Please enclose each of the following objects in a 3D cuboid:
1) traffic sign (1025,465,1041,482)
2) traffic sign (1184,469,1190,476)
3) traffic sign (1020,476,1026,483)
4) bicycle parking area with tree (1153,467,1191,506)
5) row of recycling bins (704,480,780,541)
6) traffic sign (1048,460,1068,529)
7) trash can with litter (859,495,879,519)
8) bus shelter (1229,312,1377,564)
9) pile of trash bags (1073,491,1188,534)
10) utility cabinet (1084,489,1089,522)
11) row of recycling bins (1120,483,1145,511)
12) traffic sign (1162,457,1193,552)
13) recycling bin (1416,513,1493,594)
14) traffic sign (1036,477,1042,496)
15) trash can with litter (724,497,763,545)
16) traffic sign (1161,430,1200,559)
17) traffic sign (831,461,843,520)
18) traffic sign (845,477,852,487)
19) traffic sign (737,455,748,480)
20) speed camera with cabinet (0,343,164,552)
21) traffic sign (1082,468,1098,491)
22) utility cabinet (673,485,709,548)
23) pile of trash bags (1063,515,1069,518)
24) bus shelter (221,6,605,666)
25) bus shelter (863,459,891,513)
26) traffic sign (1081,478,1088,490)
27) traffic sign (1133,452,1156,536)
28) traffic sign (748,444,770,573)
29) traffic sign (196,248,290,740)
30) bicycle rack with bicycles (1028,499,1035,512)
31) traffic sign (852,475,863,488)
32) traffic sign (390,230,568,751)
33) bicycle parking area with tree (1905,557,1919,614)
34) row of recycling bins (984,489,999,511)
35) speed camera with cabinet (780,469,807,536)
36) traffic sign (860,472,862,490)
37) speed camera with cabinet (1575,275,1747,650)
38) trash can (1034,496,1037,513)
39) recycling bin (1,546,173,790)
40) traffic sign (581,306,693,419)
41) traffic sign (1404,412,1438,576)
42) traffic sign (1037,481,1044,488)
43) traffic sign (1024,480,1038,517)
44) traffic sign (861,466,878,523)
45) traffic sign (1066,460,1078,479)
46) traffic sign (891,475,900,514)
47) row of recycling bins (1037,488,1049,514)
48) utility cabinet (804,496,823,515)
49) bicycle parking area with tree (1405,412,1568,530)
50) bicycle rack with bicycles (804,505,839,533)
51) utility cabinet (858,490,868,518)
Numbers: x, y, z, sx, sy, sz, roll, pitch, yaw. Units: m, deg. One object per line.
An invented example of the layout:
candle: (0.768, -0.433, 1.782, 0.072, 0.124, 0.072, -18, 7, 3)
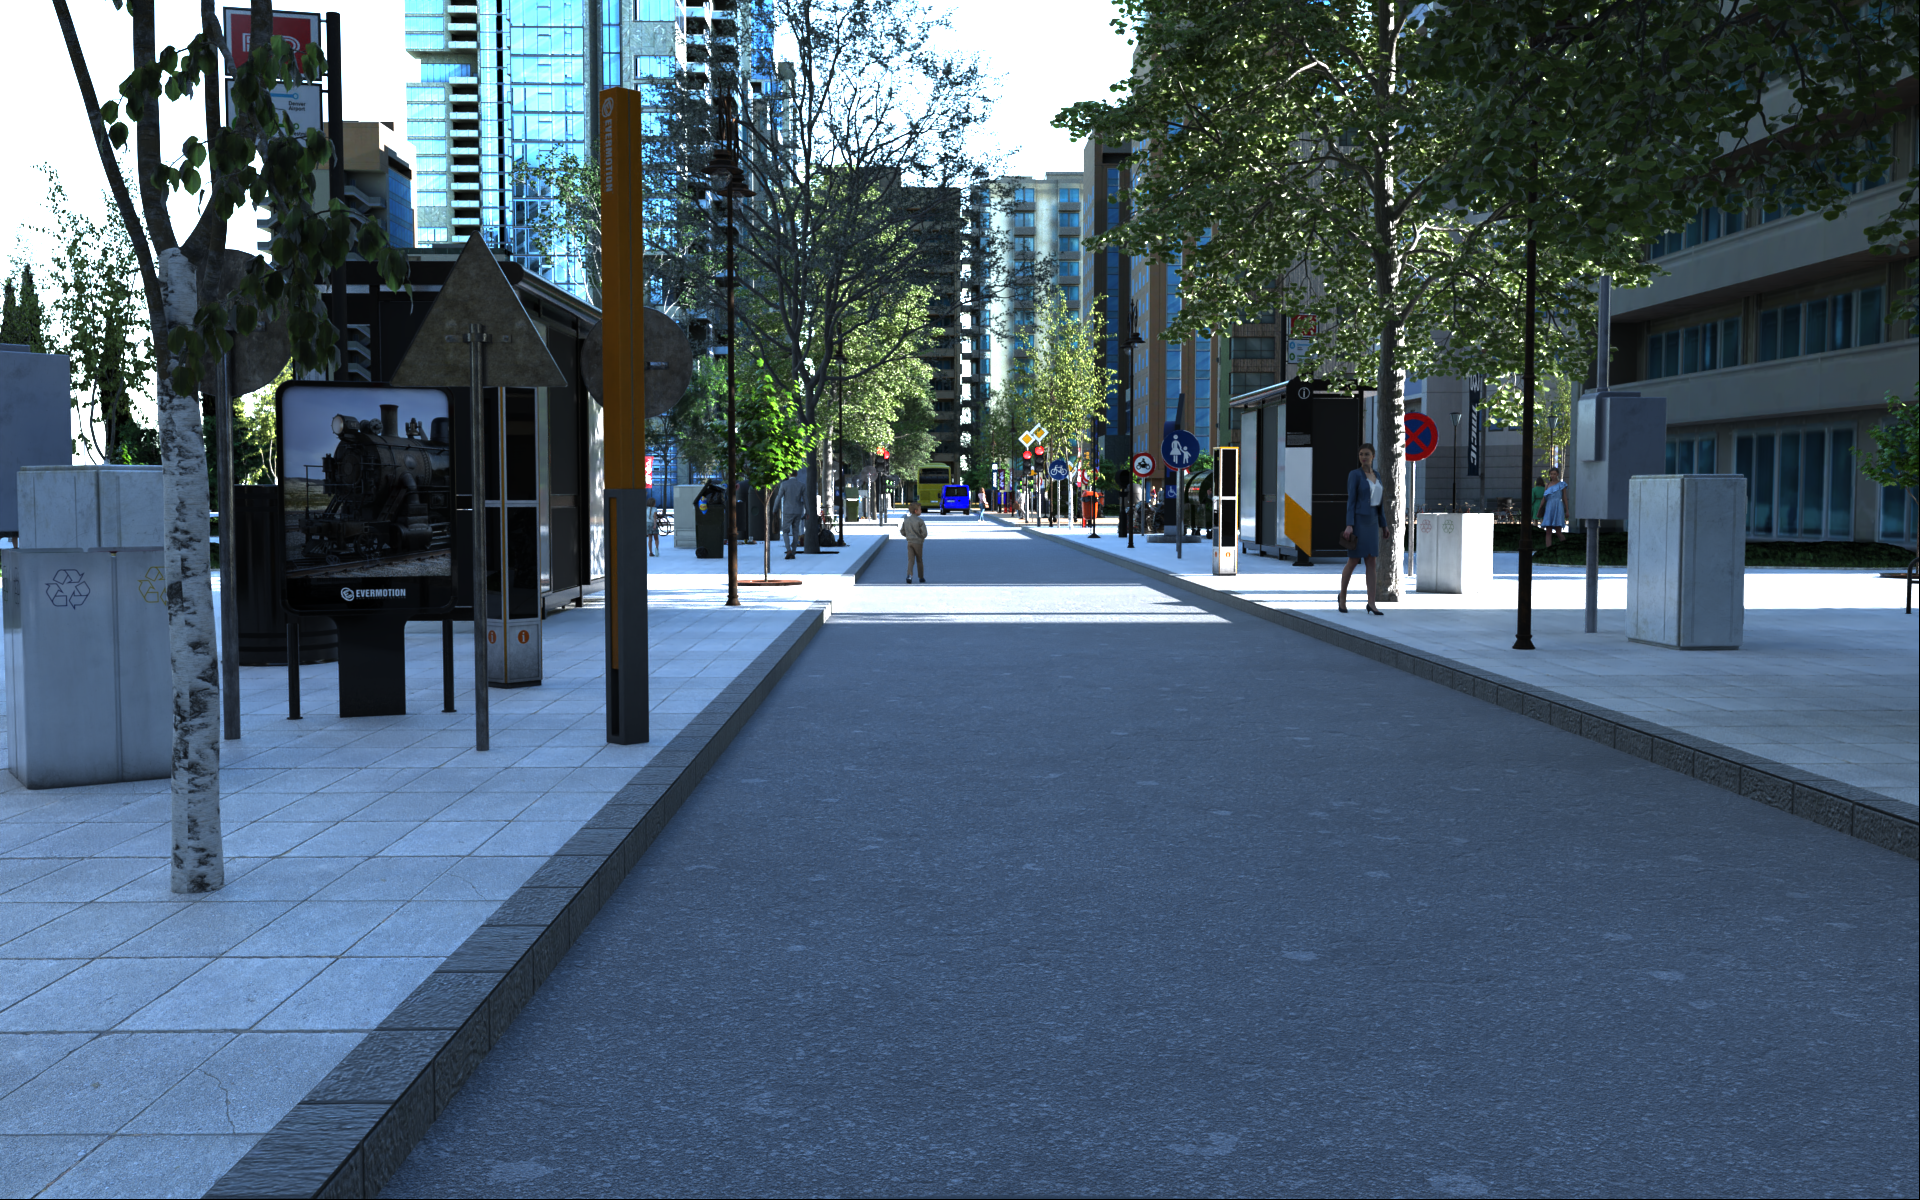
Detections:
traffic sign: (3.348, -4.880, 79.526, 0.795, 2.593, 0.064, 0, 4, 3)
traffic sign: (7.366, -3.560, 58.213, 0.884, 2.594, 0.081, 0, 4, 2)
traffic sign: (4.207, -6.799, 111.268, 0.768, 2.556, 0.104, 0, 4, 0)
bicycle parking area with tree: (15.287, -7.374, 107.570, 9.016, 4.147, 8.231, 3, 5, 39)
row of recycling bins: (-6.200, -2.555, 48.889, 1.069, 1.692, 3.534, -3, 4, -37)
traffic sign: (3.656, -3.920, 64.199, 0.768, 2.556, 0.104, 0, 4, 1)
trash can with litter: (-4.911, -4.721, 88.240, 1.678, 1.210, 2.233, -1, 4, -10)
bus shelter: (6.925, -3.559, 35.826, 2.179, 5.291, 8.768, 0, 4, -1)
pile of trash bags: (5.612, -2.848, 56.319, 3.447, 1.369, 1.912, 0, 4, -5)
utility cabinet: (5.885, -4.348, 79.760, 0.318, 1.500, 1.173, 0, 4, 6)
row of recycling bins: (6.735, -3.689, 67.422, 1.069, 1.692, 3.534, 0, 4, 5)
traffic sign: (4.870, -2.354, 38.598, 0.768, 2.556, 0.104, 0, 4, 3)
recycling bin: (6.459, -0.616, 22.628, 0.722, 1.027, 0.722, -3, 4, -38)
traffic sign: (5.313, -7.314, 119.693, 0.768, 2.556, 0.104, 0, 4, 0)
trash can with litter: (-6.094, -2.025, 44.173, 2.233, 1.210, 1.678, -1, 4, -11)
traffic sign: (4.373, -2.099, 34.425, 0.768, 2.556, 0.104, 0, 4, 7)
traffic sign: (-4.928, -4.094, 67.047, 0.768, 2.556, 0.104, 0, 4, 5)
traffic sign: (-8.553, -8.095, 132.459, 0.768, 2.556, 0.104, 0, 4, 7)
traffic sign: (-6.467, -3.188, 52.231, 0.768, 2.556, 0.104, 0, 4, -1)
speed camera with cabinet: (-5.408, -0.982, 10.392, 2.038, 3.252, 0.660, 3, 4, 37)
traffic sign: (5.841, -4.747, 77.724, 0.768, 2.556, 0.104, 0, 4, 6)
utility cabinet: (-6.194, -1.959, 40.703, 1.173, 1.500, 0.318, 2, 4, 31)
pile of trash bags: (6.857, -5.023, 91.882, 1.912, 1.369, 3.447, 2, 4, 27)
bus shelter: (-5.024, -2.413, 17.089, 2.179, 5.291, 8.768, 0, 4, -1)
bus shelter: (-5.669, -7.808, 118.943, 1.731, 3.624, 6.357, 0, 4, -1)
traffic sign: (7.676, -6.363, 104.138, 0.768, 2.556, 0.104, 0, 4, 5)
traffic sign: (5.587, -3.226, 52.852, 0.768, 2.556, 0.104, 0, 4, 5)
traffic sign: (-3.132, -1.714, 28.122, 0.768, 2.556, 0.104, 0, 4, 1)
traffic sign: (-3.816, -0.544, 9.004, 0.768, 2.556, 0.104, 0, 4, 3)
bicycle rack with bicycles: (5.105, -7.383, 134.091, 2.852, 0.926, 2.925, 0, 4, 2)
traffic sign: (-6.722, -6.939, 113.566, 0.768, 2.556, 0.104, 0, 4, 6)
traffic sign: (-2.389, -0.526, 8.597, 0.884, 2.594, 0.081, 0, 4, 1)
bicycle parking area with tree: (14.787, -1.874, 17.645, 8.231, 4.147, 9.016, -1, 4, -20)
row of recycling bins: (2.469, -7.878, 135.915, 1.069, 1.692, 3.534, 1, 4, 11)
speed camera with cabinet: (-5.133, -3.579, 52.858, 0.660, 3.252, 2.038, -1, 4, -15)
traffic sign: (-7.053, -9.014, 141.255, 2.265, 3.308, 0.079, 0, 4, 0)
speed camera with cabinet: (6.090, -1.271, 15.121, 0.660, 3.252, 2.038, 0, 4, -5)
trash can: (5.439, -6.524, 118.325, 0.748, 1.137, 0.748, 0, 3, 0)
recycling bin: (-3.940, 0.281, 7.956, 0.722, 1.027, 0.722, -3, 4, -36)
traffic sign: (-2.193, -0.713, 11.757, 0.768, 2.556, 0.104, 0, 4, 2)
traffic sign: (7.039, -1.644, 26.980, 0.768, 2.556, 0.104, 0, 4, 4)
traffic sign: (6.099, -7.940, 131.945, 0.606, 2.300, 0.079, 0, 4, 8)
traffic sign: (3.985, -5.897, 96.423, 0.884, 2.594, 0.081, 0, 4, 3)
traffic sign: (-4.071, -4.742, 77.636, 0.768, 2.556, 0.104, 0, 4, 8)
traffic sign: (4.264, -4.132, 67.283, 0.795, 2.593, 0.064, 0, 4, 3)
traffic sign: (-4.294, -6.880, 112.591, 0.768, 2.556, 0.104, 0, 4, 4)
row of recycling bins: (5.738, -6.499, 113.374, 1.069, 1.692, 3.534, -1, 4, -10)
utility cabinet: (-6.499, -3.946, 75.676, 0.306, 1.237, 1.020, -3, 5, -41)
bicycle parking area with tree: (19.628, -4.597, 62.164, 8.231, 4.147, 9.016, -1, 4, -19)
bicycle rack with bicycles: (-4.897, -2.612, 56.087, 2.852, 0.926, 2.925, 3, 5, 42)
utility cabinet: (-5.565, -5.187, 93.484, 1.173, 1.500, 0.318, 1, 4, 20)
